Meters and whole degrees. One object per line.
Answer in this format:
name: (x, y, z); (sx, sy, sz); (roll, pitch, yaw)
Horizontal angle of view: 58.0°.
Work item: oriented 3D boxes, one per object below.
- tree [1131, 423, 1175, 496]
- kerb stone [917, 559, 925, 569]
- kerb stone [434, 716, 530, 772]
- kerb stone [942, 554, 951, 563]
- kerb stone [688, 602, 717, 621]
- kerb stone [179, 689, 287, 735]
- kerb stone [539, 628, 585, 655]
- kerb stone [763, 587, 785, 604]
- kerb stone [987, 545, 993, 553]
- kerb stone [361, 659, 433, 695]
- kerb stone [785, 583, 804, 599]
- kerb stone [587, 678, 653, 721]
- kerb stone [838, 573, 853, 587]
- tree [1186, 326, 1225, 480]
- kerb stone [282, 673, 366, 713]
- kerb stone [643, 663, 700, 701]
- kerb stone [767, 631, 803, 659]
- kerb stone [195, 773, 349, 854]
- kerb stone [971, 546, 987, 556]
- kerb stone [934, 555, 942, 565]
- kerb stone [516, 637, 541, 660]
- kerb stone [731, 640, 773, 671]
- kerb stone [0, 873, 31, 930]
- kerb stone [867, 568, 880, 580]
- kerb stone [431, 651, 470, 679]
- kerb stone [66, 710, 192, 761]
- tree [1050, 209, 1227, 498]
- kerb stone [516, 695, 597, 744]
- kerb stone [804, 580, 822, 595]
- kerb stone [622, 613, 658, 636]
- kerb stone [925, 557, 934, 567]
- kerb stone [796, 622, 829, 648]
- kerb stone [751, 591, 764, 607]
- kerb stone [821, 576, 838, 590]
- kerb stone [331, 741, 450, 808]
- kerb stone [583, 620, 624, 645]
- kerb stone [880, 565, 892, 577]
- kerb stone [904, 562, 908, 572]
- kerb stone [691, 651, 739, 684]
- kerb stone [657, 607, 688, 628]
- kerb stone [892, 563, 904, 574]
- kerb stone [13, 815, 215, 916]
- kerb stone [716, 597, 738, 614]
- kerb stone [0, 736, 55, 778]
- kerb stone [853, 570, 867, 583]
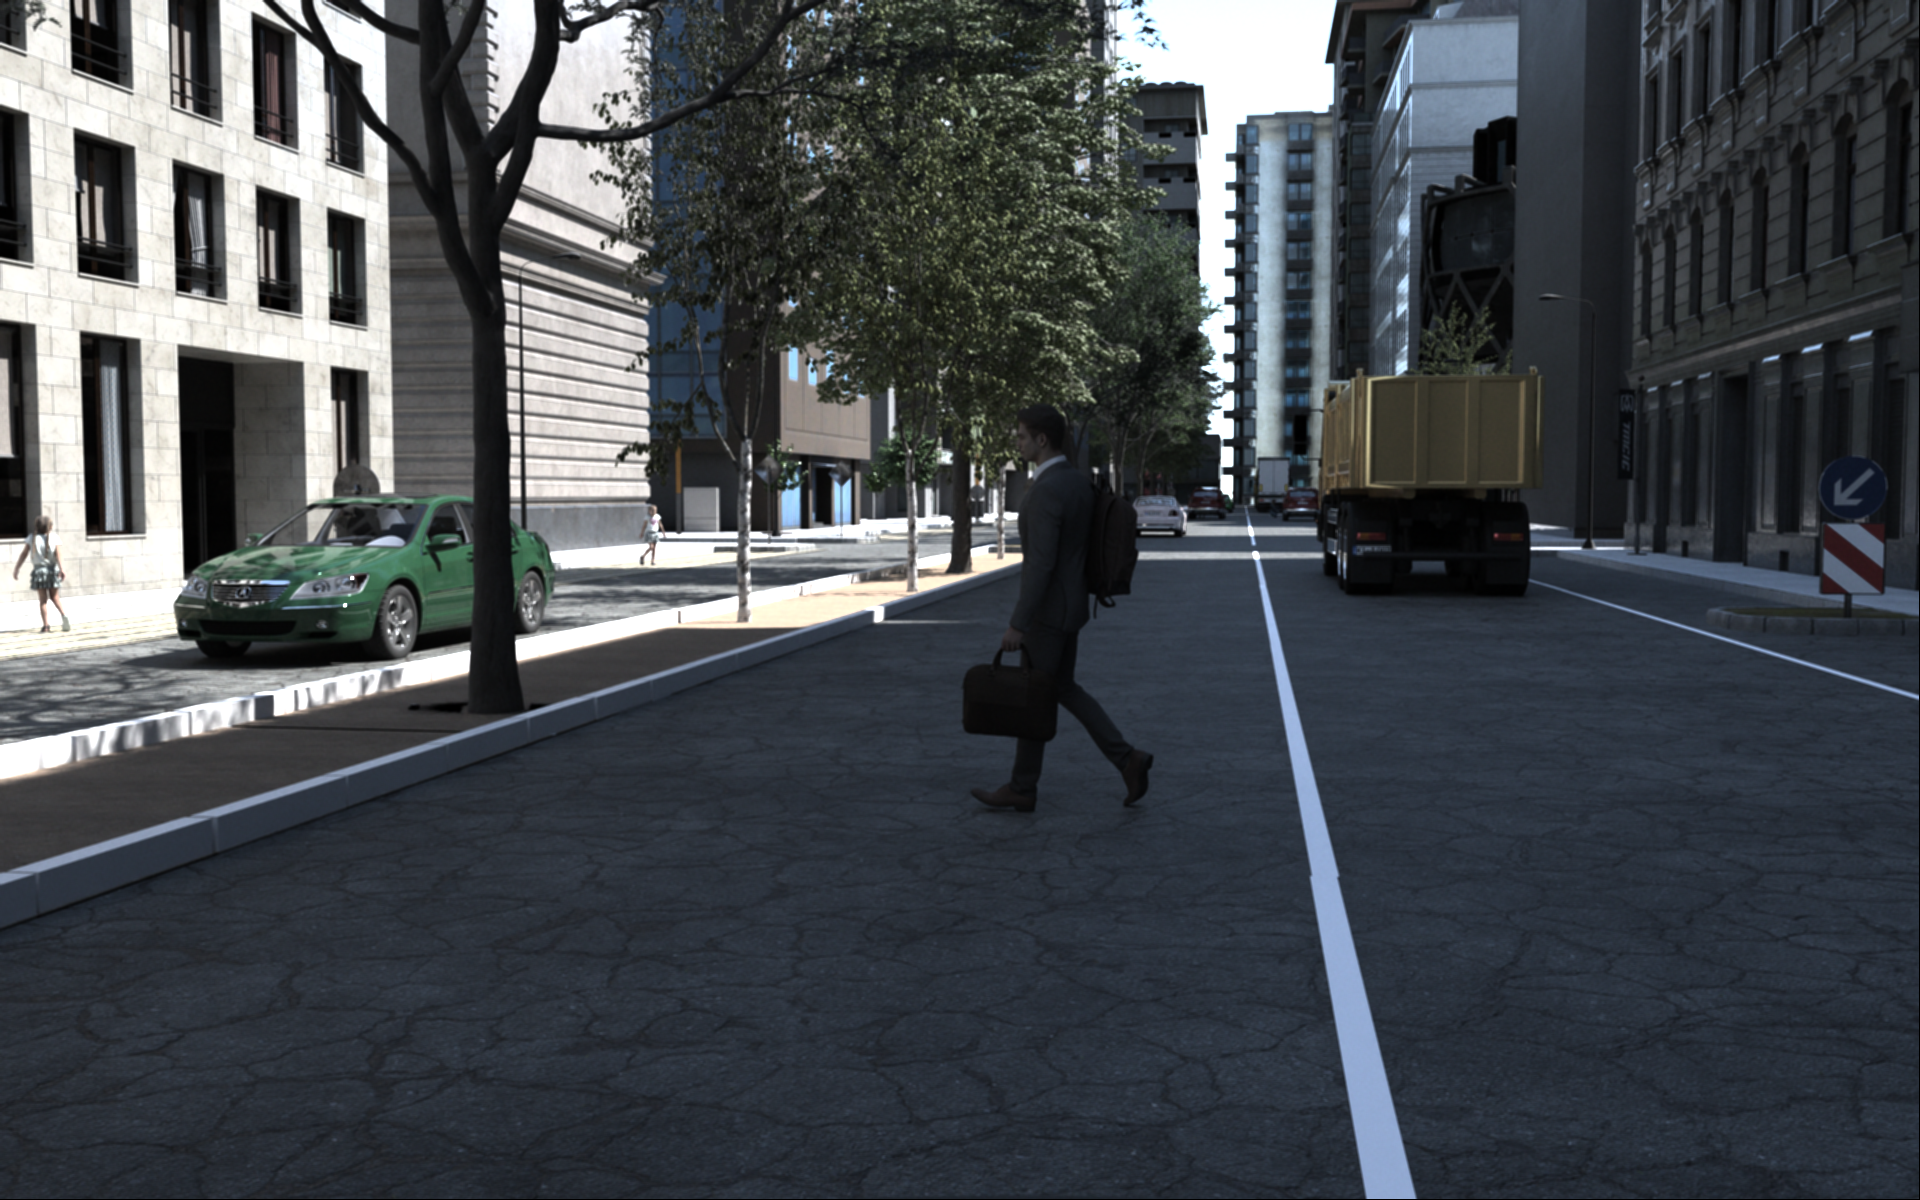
tree: (11.573, -9.066, 101.055); (4.360, 8.622, 3.978); (0, 3, 0)
kerb stone: (-0.872, -0.658, 33.008); (0.120, 0.150, 1.000); (1, 4, 9)
kerb stone: (-2.611, 0.782, 9.410); (0.120, 0.150, 1.000); (1, 4, 9)
kerb stone: (-0.377, -0.843, 36.046); (0.120, 0.150, 1.000); (1, 4, 9)
kerb stone: (-3.024, 0.150, 19.849); (0.120, 0.150, 1.000); (1, 4, 9)
kerb stone: (-4.520, 0.701, 10.739); (0.120, 0.150, 1.000); (1, 4, 9)
kerb stone: (-3.690, 0.392, 15.798); (0.120, 0.150, 1.000); (1, 4, 9)
kerb stone: (-2.534, -0.042, 22.883); (0.120, 0.150, 1.000); (1, 4, 9)
kerb stone: (0.616, -1.216, 42.127); (0.120, 0.150, 1.000); (1, 4, 9)
kerb stone: (-4.194, 0.577, 12.761); (0.120, 0.150, 1.000); (1, 4, 9)
kerb stone: (-2.366, -0.104, 23.891); (0.120, 0.150, 1.000); (1, 4, 9)
kerb stone: (-2.270, 0.658, 11.443); (0.120, 0.150, 1.000); (1, 4, 9)
kerb stone: (-1.872, -0.290, 26.931); (0.120, 0.150, 1.000); (1, 4, 9)
tree: (10.373, -10.594, 93.804); (7.486, 12.596, 7.792); (0, 3, 0)
kerb stone: (-4.358, 0.639, 11.752); (0.120, 0.150, 1.000); (1, 4, 9)
kerb stone: (-2.102, 0.596, 12.452); (0.120, 0.150, 1.000); (1, 4, 9)
kerb stone: (-1.614, 0.411, 15.479); (0.120, 0.150, 1.000); (1, 4, 9)
kerb stone: (-2.929, 0.906, 7.388); (0.120, 0.150, 1.000); (1, 4, 9)
kerb stone: (0.447, -1.157, 41.112); (0.120, 0.150, 1.000); (1, 4, 9)
kerb stone: (-0.553, -0.785, 35.028); (0.120, 0.150, 1.000); (1, 4, 9)
kerb stone: (-3.858, 0.454, 14.777); (0.120, 0.150, 1.000); (1, 4, 9)
kerb stone: (-1.776, 0.473, 14.470); (0.120, 0.150, 1.000); (1, 4, 9)
kerb stone: (-3.263, 1.029, 5.371); (0.120, 0.150, 1.000); (1, 4, 9)
kerb stone: (-1.549, -0.410, 28.963); (0.120, 0.150, 1.000); (1, 4, 9)
kerb stone: (-4.021, 0.519, 13.768); (0.120, 0.150, 1.000); (1, 4, 9)
kerb stone: (-4.685, 0.768, 9.728); (0.120, 0.150, 1.000); (1, 4, 9)
tree: (5.817, -8.212, 62.478); (9.928, 11.665, 9.643); (0, 3, 0)
kerb stone: (-2.446, 0.720, 10.431); (0.120, 0.150, 1.000); (1, 4, 9)
kerb stone: (-2.200, -0.165, 24.906); (0.120, 0.150, 1.000); (1, 4, 9)
kerb stone: (-3.356, 0.270, 17.821); (0.120, 0.150, 1.000); (1, 4, 9)
kerb stone: (-0.711, -0.723, 34.018); (0.120, 0.150, 1.000); (1, 4, 9)
kerb stone: (-1.446, 0.349, 16.489); (0.120, 0.150, 1.000); (1, 4, 9)
kerb stone: (-2.699, 0.022, 21.867); (0.120, 0.150, 1.000); (1, 4, 9)
kerb stone: (-2.035, -0.228, 25.920); (0.120, 0.150, 1.000); (1, 4, 9)
kerb stone: (-2.768, 0.844, 8.397); (0.120, 0.150, 1.000); (1, 4, 9)
kerb stone: (-3.522, 0.330, 16.806); (0.120, 0.150, 1.000); (1, 4, 9)
kerb stone: (-1.372, -0.476, 29.975); (0.120, 0.150, 1.000); (1, 4, 9)
kerb stone: (-1.039, -0.599, 32.000); (0.120, 0.150, 1.000); (1, 4, 9)
kerb stone: (-1.944, 0.534, 13.461); (0.120, 0.150, 1.000); (1, 4, 9)
kerb stone: (-3.197, 0.206, 18.832); (0.120, 0.150, 1.000); (1, 4, 9)
kerb stone: (-1.212, -0.534, 30.985); (0.120, 0.150, 1.000); (1, 4, 9)
kerb stone: (-3.102, 0.968, 6.381); (0.120, 0.150, 1.000); (1, 4, 9)
kerb stone: (-2.864, 0.090, 20.859); (0.120, 0.150, 1.000); (1, 4, 9)
kerb stone: (-4.852, 0.829, 8.706); (0.120, 0.150, 1.000); (1, 4, 9)
kerb stone: (-1.712, -0.352, 27.954); (0.120, 0.150, 1.000); (1, 4, 9)
